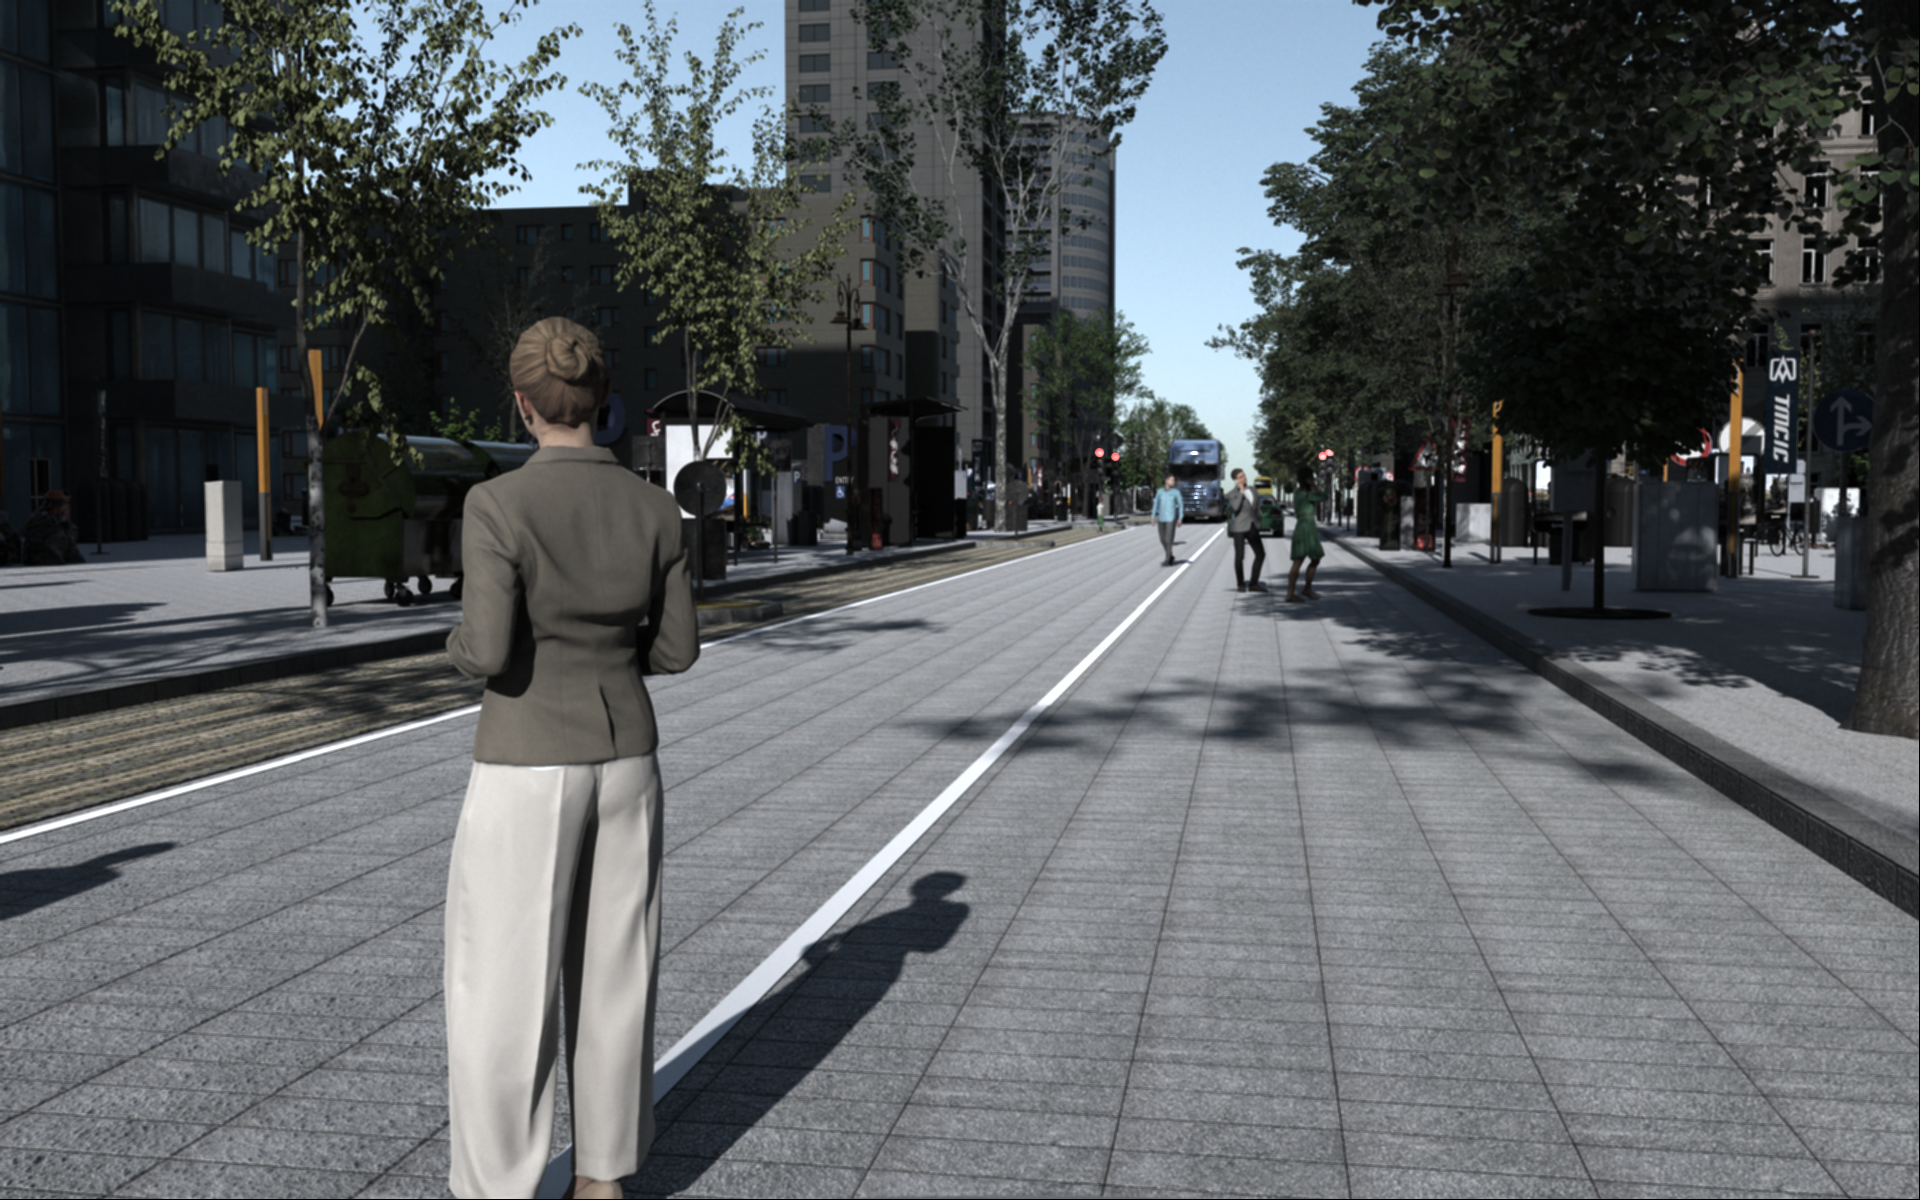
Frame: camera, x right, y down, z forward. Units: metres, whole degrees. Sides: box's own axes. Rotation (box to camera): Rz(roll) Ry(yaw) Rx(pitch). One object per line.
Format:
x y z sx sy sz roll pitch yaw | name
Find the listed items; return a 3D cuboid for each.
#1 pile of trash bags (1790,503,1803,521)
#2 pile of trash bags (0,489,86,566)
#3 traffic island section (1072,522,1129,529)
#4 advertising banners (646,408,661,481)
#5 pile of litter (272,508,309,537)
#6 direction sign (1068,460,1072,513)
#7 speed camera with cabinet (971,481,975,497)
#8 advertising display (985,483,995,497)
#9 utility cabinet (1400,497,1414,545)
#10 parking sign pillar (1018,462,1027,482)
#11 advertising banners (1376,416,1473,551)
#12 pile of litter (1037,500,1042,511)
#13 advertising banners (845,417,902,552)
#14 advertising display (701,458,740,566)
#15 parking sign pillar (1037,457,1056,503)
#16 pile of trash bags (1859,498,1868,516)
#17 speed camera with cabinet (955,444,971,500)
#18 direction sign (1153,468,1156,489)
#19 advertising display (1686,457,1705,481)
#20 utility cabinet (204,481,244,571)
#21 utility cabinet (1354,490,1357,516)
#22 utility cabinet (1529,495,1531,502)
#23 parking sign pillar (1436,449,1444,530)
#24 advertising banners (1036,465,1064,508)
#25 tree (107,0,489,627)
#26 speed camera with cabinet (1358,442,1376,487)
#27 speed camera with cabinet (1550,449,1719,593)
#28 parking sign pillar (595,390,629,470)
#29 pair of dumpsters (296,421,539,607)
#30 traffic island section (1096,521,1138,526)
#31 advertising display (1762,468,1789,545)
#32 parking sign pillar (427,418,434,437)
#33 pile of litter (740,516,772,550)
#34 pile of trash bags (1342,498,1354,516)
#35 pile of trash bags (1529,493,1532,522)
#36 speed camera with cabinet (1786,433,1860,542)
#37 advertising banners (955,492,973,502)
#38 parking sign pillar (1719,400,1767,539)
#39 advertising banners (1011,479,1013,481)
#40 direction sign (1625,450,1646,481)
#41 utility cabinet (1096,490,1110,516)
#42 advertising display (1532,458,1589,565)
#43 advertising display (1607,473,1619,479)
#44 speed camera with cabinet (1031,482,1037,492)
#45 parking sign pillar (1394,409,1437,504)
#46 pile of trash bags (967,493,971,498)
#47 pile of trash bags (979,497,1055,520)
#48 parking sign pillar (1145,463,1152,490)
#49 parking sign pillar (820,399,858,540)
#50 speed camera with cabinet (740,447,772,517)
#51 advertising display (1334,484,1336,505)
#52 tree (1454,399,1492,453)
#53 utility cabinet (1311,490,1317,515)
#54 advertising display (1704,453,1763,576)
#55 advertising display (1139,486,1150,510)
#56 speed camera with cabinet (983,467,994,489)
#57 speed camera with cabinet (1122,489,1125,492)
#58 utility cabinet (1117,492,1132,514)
40.686 -4.523 83.710 3.447 1.369 1.912 0 4 2 | pile of trash bags
-17.238 -1.371 32.168 1.912 1.369 3.447 -1 4 -11 | pile of trash bags
5.742 -3.006 71.425 2.009 0.180 2.903 1 4 10 | traffic island section
-6.791 -2.364 34.840 2.074 3.025 0.090 -2 4 -31 | advertising banners
-20.435 -2.383 52.927 1.176 0.858 1.719 2 4 33 | pile of litter
7.390 -7.533 115.166 0.379 3.537 0.876 2 4 32 | direction sign
0.453 -7.327 114.129 0.660 3.252 2.038 1 4 14 | speed camera with cabinet
1.982 -6.078 104.595 0.974 1.923 0.123 0 4 -6 | advertising display
11.394 -2.001 43.882 1.020 1.237 0.306 3 5 41 | utility cabinet
5.298 -9.692 146.934 1.447 3.967 1.447 1 4 16 | parking sign pillar
10.445 -2.618 38.986 2.074 3.025 0.090 1 4 15 | advertising banners
5.303 -6.412 118.796 1.719 0.858 1.176 -1 4 -12 | pile of litter
-1.930 -2.630 39.188 0.090 3.025 2.074 2 4 35 | advertising banners
-4.346 -1.586 31.137 0.974 1.923 0.123 3 4 36 | advertising display
6.200 -8.316 124.445 1.447 3.967 1.447 -1 4 -11 | parking sign pillar
40.822 -4.229 78.904 3.447 1.369 1.912 -2 4 -34 | pile of trash bags
-0.502 -4.525 68.326 0.660 3.252 2.038 -2 4 -32 | speed camera with cabinet
17.241 -9.876 153.467 0.379 3.537 0.876 0 4 -7 | direction sign
12.907 -1.532 30.260 0.123 1.923 0.974 0 4 2 | advertising display
-12.364 -1.248 29.081 0.318 1.500 1.173 -1 4 -9 | utility cabinet
22.967 -5.482 98.311 1.173 1.500 0.318 1 4 20 | utility cabinet
26.852 -4.282 81.169 1.020 1.237 0.306 0 4 1 | utility cabinet
17.761 -4.522 62.404 1.447 3.967 1.447 1 4 12 | parking sign pillar
5.478 -6.694 105.640 2.074 3.025 0.090 3 5 40 | advertising banners
-5.960 -4.046 16.518 4.737 8.622 4.395 0 3 0 | tree
15.366 -4.307 64.749 0.660 3.252 2.038 0 4 2 | speed camera with cabinet
8.915 -1.749 22.931 2.038 3.252 0.660 1 4 14 | speed camera with cabinet
-6.734 -2.674 32.188 1.447 3.967 1.447 2 4 30 | parking sign pillar
-6.489 -1.170 21.617 1.574 2.255 4.437 1 4 10 | pair of dumpsters
7.100 -3.487 79.294 2.009 0.180 2.903 1 4 10 | traffic island section
20.556 -2.356 43.735 0.974 1.923 0.123 -2 4 -31 | advertising display
-18.819 -4.497 61.994 1.447 3.967 1.447 -1 4 -23 | parking sign pillar
-4.975 -1.619 40.433 1.176 0.858 1.719 0 4 2 | pile of litter
23.920 -5.579 100.961 3.447 1.369 1.912 -3 5 -44 | pile of trash bags
21.933 -3.272 63.247 1.912 1.369 3.447 -2 4 -34 | pile of trash bags
23.143 -3.206 46.762 2.038 3.252 0.660 0 4 1 | speed camera with cabinet
-0.123 -6.934 109.552 2.074 3.025 0.090 2 4 30 | advertising banners
22.673 -3.771 50.130 1.447 3.967 1.447 -2 4 -34 | parking sign pillar
3.341 -7.246 114.652 0.090 3.025 2.074 0 4 -5 | advertising banners
29.253 -5.078 75.015 0.876 3.537 0.379 2 4 29 | direction sign
8.217 -5.577 99.863 0.318 1.500 1.173 2 4 31 | utility cabinet
10.885 -1.601 31.396 0.974 1.923 0.123 0 4 8 | advertising display
20.120 -3.000 54.266 0.123 1.923 0.974 -3 5 -45 | advertising display
5.584 -9.103 143.161 0.660 3.252 2.038 -3 4 -38 | speed camera with cabinet
14.149 -4.071 55.040 1.447 3.967 1.447 2 4 27 | parking sign pillar
1.527 -5.929 106.697 3.447 1.369 1.912 -3 4 -36 | pile of trash bags
2.972 -4.632 85.478 3.447 1.369 1.912 -3 5 -42 | pile of trash bags
15.898 -9.783 148.426 1.447 3.967 1.447 -3 5 -44 | parking sign pillar
-3.238 -3.691 48.812 1.447 3.967 1.447 3 5 40 | parking sign pillar
-8.539 -4.813 73.023 2.038 3.252 0.660 -1 4 -13 | speed camera with cabinet
25.296 -6.834 116.953 0.123 1.923 0.974 1 4 9 | advertising display
29.118 -8.816 94.507 4.737 8.622 4.395 0 3 0 | tree
21.844 -5.945 105.883 0.318 1.500 1.173 -3 4 -38 | utility cabinet
12.149 -1.347 27.231 0.974 1.923 0.123 -2 4 -23 | advertising display
14.481 -8.001 136.028 0.974 1.923 0.123 2 4 34 | advertising display
2.658 -8.066 126.221 2.038 3.252 0.660 -2 4 -26 | speed camera with cabinet
11.341 -8.178 128.041 2.038 3.252 0.660 -2 4 -33 | speed camera with cabinet
10.294 -6.130 108.911 1.173 1.500 0.318 -2 4 -35 | utility cabinet
